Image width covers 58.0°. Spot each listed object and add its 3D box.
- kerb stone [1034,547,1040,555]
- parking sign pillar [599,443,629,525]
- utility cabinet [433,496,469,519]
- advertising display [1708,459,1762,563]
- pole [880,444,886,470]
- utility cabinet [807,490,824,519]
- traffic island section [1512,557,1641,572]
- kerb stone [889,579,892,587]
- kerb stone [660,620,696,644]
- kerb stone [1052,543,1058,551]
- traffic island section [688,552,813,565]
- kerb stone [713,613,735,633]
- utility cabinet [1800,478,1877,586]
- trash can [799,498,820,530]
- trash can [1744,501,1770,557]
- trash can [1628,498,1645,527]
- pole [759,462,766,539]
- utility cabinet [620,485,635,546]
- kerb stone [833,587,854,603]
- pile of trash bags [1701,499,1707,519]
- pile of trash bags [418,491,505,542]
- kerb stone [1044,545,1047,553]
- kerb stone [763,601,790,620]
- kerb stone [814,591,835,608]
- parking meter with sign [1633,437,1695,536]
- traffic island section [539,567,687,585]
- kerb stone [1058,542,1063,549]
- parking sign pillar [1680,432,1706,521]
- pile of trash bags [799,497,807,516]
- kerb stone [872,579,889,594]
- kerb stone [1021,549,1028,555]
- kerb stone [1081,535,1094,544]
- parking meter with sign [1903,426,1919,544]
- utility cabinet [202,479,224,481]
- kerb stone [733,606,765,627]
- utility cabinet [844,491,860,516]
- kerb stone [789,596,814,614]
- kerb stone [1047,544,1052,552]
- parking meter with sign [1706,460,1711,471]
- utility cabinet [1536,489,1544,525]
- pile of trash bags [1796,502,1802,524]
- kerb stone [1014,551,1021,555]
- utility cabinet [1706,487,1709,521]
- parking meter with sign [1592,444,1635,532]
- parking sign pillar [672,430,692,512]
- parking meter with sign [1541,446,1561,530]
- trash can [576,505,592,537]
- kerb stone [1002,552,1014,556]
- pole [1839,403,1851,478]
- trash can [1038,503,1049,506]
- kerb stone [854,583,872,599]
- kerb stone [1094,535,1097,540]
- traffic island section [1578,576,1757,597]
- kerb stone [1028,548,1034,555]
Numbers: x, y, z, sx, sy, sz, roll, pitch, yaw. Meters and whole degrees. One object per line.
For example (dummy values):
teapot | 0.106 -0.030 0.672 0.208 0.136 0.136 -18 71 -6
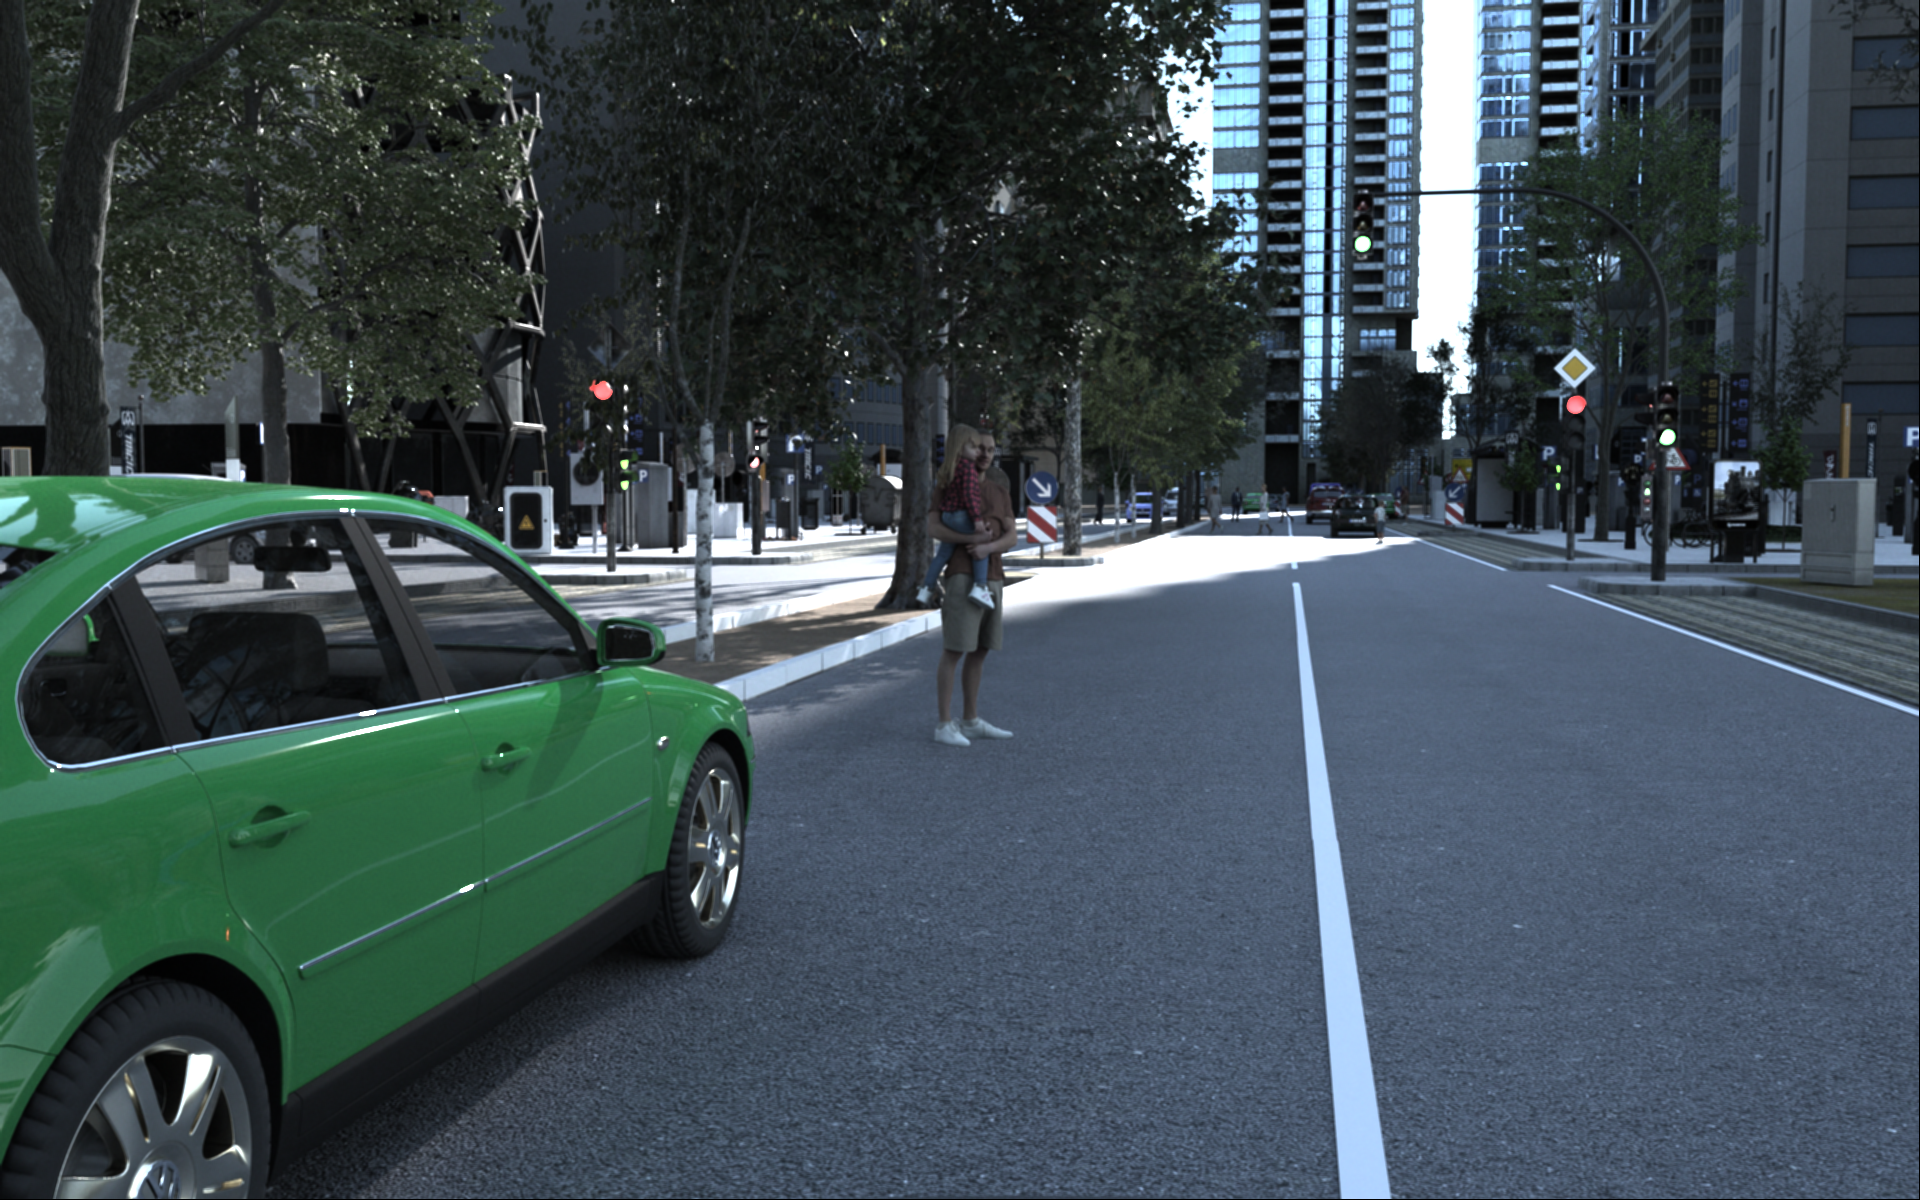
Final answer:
kerb stone | 1.706 -1.124 40.573 0.120 0.150 1.000 1 4 11
parking sign pillar | -14.452 -5.155 72.762 1.447 3.967 1.447 0 4 -4
utility cabinet | -15.684 -2.582 53.378 1.020 1.237 0.306 0 4 5
advertising display | 14.358 -1.645 32.103 0.974 1.923 0.123 0 4 -6
pole | -3.151 -4.714 70.919 0.158 3.312 0.155 0 3 0
utility cabinet | -7.514 -4.972 89.977 0.318 1.500 1.173 2 4 26
traffic island section | 11.807 -0.683 33.450 2.009 0.180 2.903 1 4 11
kerb stone | -1.042 -0.229 25.964 0.120 0.150 1.000 1 4 11
kerb stone | -2.752 0.324 16.896 0.120 0.150 1.000 1 4 11
kerb stone | 2.276 -1.309 43.591 0.120 0.150 1.000 1 4 11
traffic island section | -4.301 -0.868 36.478 2.009 0.180 2.903 1 4 11
kerb stone | -2.570 0.262 17.918 0.120 0.150 1.000 1 4 11
utility cabinet | 12.330 -0.959 24.357 0.318 1.500 1.173 -1 4 -9
trash can | -5.373 -3.075 61.937 0.748 1.137 0.748 0 3 0
trash can | 16.246 -1.467 35.632 0.748 1.137 0.748 0 3 0
trash can | 26.305 -3.404 67.315 0.748 1.137 0.748 0 3 0
pole | -5.671 -3.408 49.564 0.158 3.312 0.155 0 3 0
utility cabinet | -8.266 -2.099 42.990 0.318 1.500 1.173 -1 4 -13
kerb stone | -1.613 -0.043 22.945 0.120 0.150 1.000 1 4 11
pile of trash bags | 35.451 -4.326 80.483 3.447 1.369 1.912 -3 5 -42
pile of trash bags | -13.093 -2.273 46.921 3.447 1.369 1.912 -2 4 -25
kerb stone | 1.891 -1.186 41.583 0.120 0.150 1.000 1 4 11
kerb stone | -2.184 0.139 19.925 0.120 0.150 1.000 1 4 11
kerb stone | -1.808 0.024 21.942 0.120 0.150 1.000 1 4 11
parking meter with sign | 21.491 -3.446 52.597 0.543 3.016 1.738 -2 4 -33
traffic island section | -5.779 -0.388 28.631 2.009 0.180 2.903 1 4 11
kerb stone | 2.468 -1.365 44.596 0.120 0.150 1.000 1 4 11
parking sign pillar | 31.582 -5.285 74.889 1.447 3.967 1.447 0 4 -4
pile of trash bags | -10.422 -5.630 101.797 3.447 1.369 1.912 0 4 -1
kerb stone | -1.230 -0.169 24.955 0.120 0.150 1.000 1 4 11
kerb stone | 1.322 -0.997 38.564 0.120 0.150 1.000 1 4 11
kerb stone | 3.802 -1.802 51.656 0.120 0.150 1.000 1 4 11
parking meter with sign | 24.918 -2.985 45.070 0.543 3.016 1.738 2 4 35
utility cabinet | -10.976 -1.023 25.398 0.318 1.500 1.173 -2 4 -32
kerb stone | -2.369 0.200 18.920 0.120 0.150 1.000 1 4 11
utility cabinet | -6.104 -5.440 97.629 0.318 1.500 1.173 -3 4 -38
kerb stone | -1.989 0.078 20.928 0.120 0.150 1.000 1 4 11
kerb stone | 2.085 -1.243 42.587 0.120 0.150 1.000 1 4 11
parking meter with sign | 37.652 -5.675 89.042 0.543 3.016 1.738 -3 5 -42
utility cabinet | 23.448 -3.735 69.741 1.173 1.500 0.318 3 5 40
pile of trash bags | 35.468 -3.898 73.492 1.912 1.369 3.447 3 5 44
kerb stone | 1.134 -0.940 37.559 0.120 0.150 1.000 1 4 11
utility cabinet | 23.735 -2.760 53.808 0.318 1.500 1.173 -1 4 -17
parking meter with sign | 22.617 -3.890 59.858 0.543 3.016 1.738 -1 4 -17
parking sign pillar | -11.764 -5.189 73.311 1.447 3.967 1.447 1 4 10
parking meter with sign | 21.629 -4.101 63.305 0.543 3.016 1.738 2 4 27
trash can | -11.337 -2.500 52.533 0.748 1.137 0.748 0 3 0
kerb stone | 0.943 -0.878 36.555 0.120 0.150 1.000 1 4 11
pole | 19.882 -2.759 38.953 0.158 3.312 0.155 0 3 0
trash can | 4.614 -5.158 95.991 0.748 1.137 0.748 0 3 0
kerb stone | -1.426 -0.106 23.950 0.120 0.150 1.000 1 4 11
kerb stone | 3.983 -1.863 52.662 0.120 0.150 1.000 1 4 11
traffic island section | 10.329 -0.203 25.603 2.009 0.180 2.903 1 4 11
kerb stone | 1.511 -1.063 39.569 0.120 0.150 1.000 1 4 11
